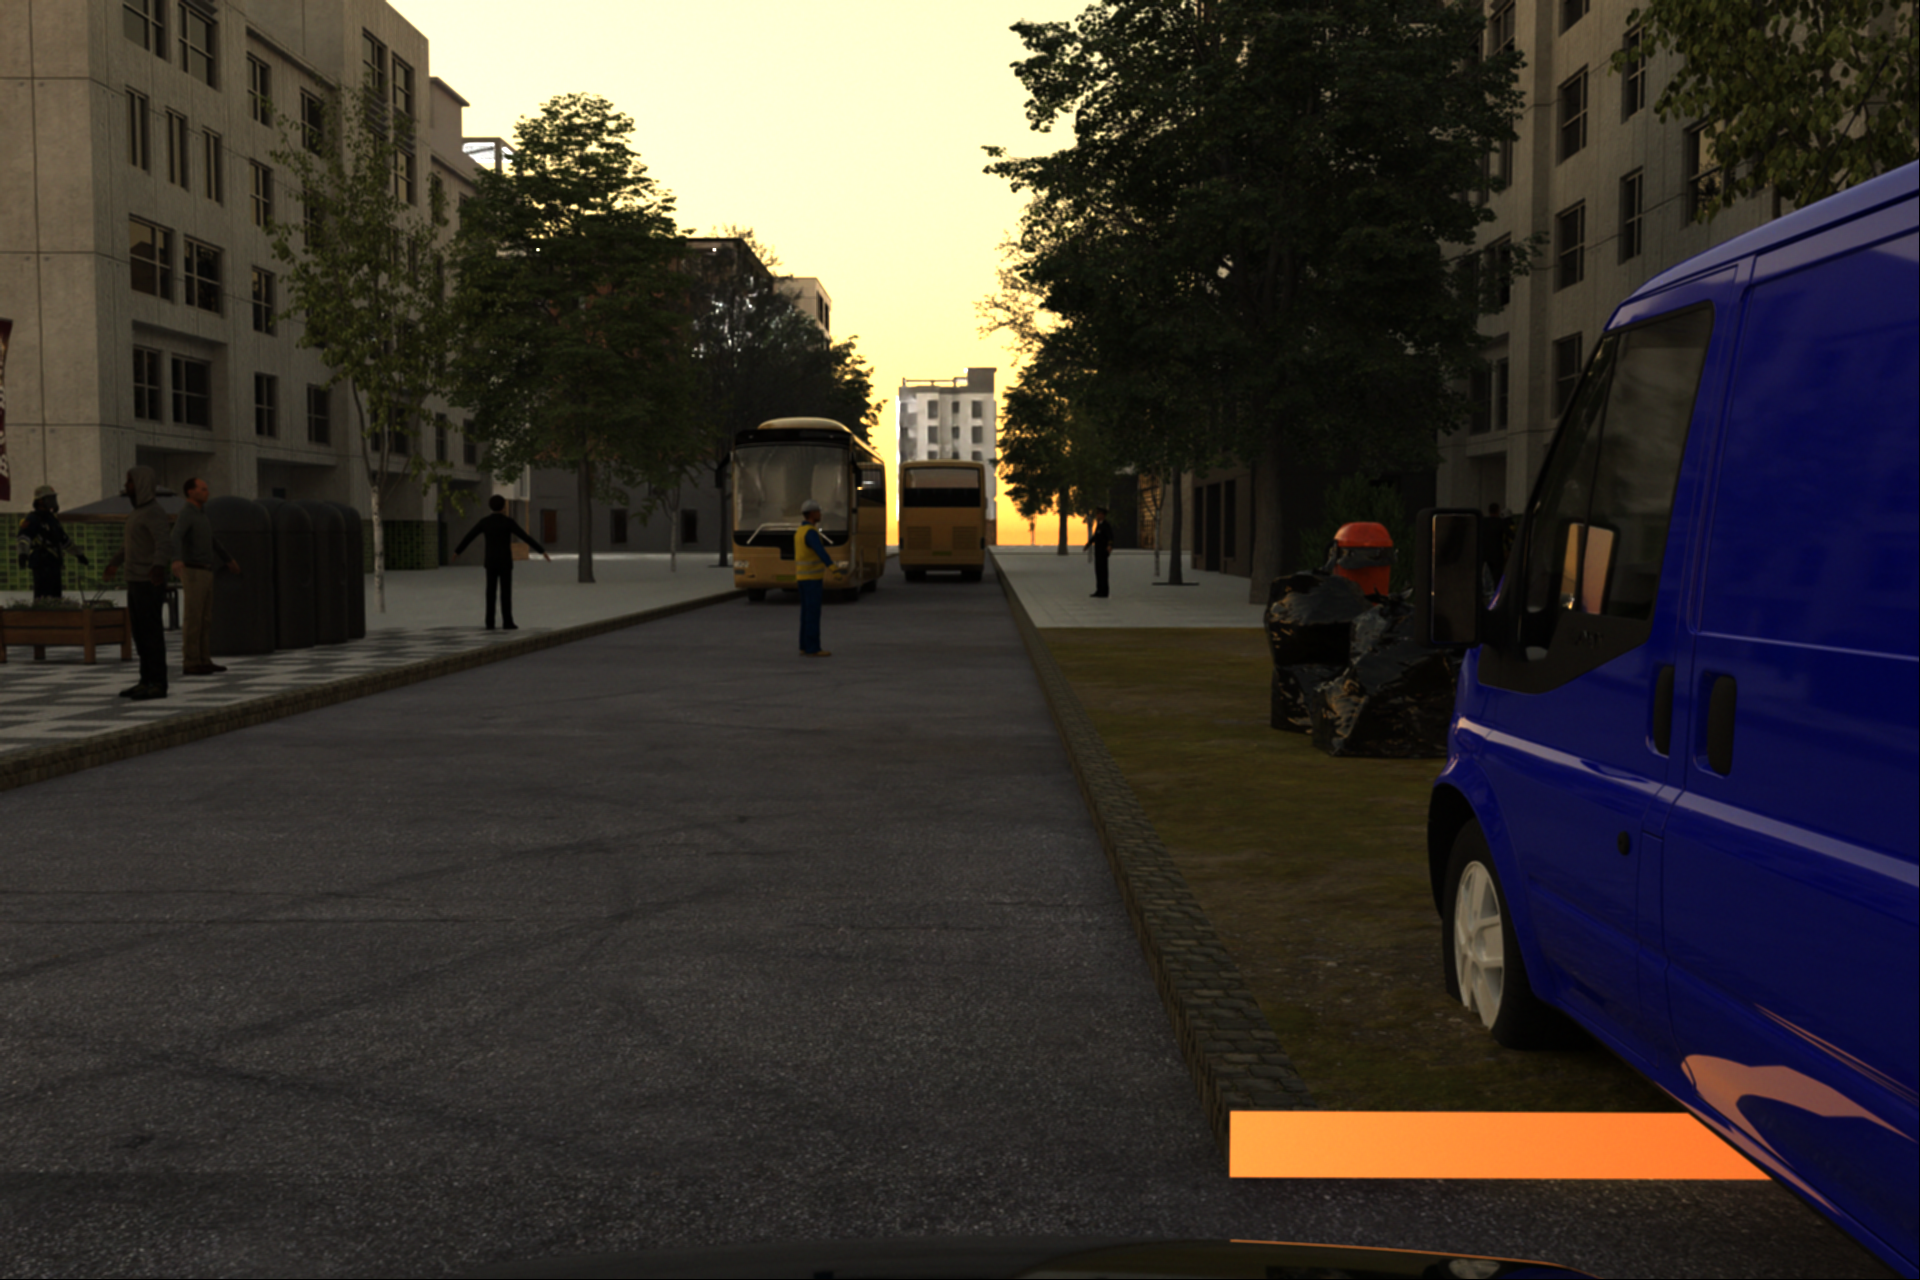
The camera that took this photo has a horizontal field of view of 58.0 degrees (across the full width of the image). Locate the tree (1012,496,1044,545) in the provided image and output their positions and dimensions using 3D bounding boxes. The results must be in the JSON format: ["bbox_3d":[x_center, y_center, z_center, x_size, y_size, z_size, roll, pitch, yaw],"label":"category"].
[{"bbox_3d":[8.584,-15.320,200.838,4.360,8.622,3.978,0,3,0],"label":"tree"}]

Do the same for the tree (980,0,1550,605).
[{"bbox_3d":[5.542,-7.632,31.439,9.857,13.997,8.962,0,3,0],"label":"tree"}]

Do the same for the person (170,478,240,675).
[{"bbox_3d":[-6.986,-0.590,15.924,0.705,1.796,1.348,0,4,-2],"label":"person"}]

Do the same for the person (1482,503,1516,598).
[{"bbox_3d":[8.973,-1.399,29.094,0.704,1.802,1.346,-3,5,-42],"label":"person"}]

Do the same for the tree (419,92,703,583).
[{"bbox_3d":[-10.246,-7.777,45.279,7.486,12.596,7.792,0,3,0],"label":"tree"}]

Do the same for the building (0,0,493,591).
[{"bbox_3d":[-27.405,-11.473,54.038,16.747,18.905,31.486,0,4,1],"label":"building"}]

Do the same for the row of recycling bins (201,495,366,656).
[{"bbox_3d":[-7.735,-0.782,19.902,1.069,1.692,3.534,0,4,1],"label":"row of recycling bins"}]

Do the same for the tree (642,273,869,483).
[{"bbox_3d":[-9.364,-10.430,80.894,12.009,13.543,11.850,0,3,0],"label":"tree"}]

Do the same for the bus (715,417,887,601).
[{"bbox_3d":[-3.302,-2.976,40.208,2.896,3.916,12.252,0,4,1],"label":"bus"}]

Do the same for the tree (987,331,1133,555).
[{"bbox_3d":[6.138,-12.087,104.285,9.857,13.997,8.962,0,3,0],"label":"tree"}]

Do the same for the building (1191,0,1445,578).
[{"bbox_3d":[22.479,-13.546,65.448,27.936,21.610,32.646,0,4,1],"label":"building"}]

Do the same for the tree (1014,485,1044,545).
[{"bbox_3d":[8.133,-15.026,196.044,4.737,8.622,4.395,0,3,0],"label":"tree"}]

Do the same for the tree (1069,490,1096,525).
[{"bbox_3d":[16.980,-17.630,194.905,9.857,13.997,8.962,0,3,0],"label":"tree"}]

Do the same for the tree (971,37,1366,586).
[{"bbox_3d":[5.473,-8.118,43.103,12.009,13.543,11.850,0,3,0],"label":"tree"}]

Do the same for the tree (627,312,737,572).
[{"bbox_3d":[-9.632,-6.600,58.269,4.737,8.622,4.395,0,3,0],"label":"tree"}]

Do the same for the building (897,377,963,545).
[{"bbox_3d":[-6.912,-20.966,201.668,11.380,20.090,16.016,1,4,10],"label":"building"}]

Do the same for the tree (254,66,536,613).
[{"bbox_3d":[-9.262,-4.732,27.738,4.737,8.622,4.395,0,3,0],"label":"tree"}]

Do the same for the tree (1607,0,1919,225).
[{"bbox_3d":[6.265,-3.784,12.237,4.737,8.622,4.395,0,3,0],"label":"tree"}]

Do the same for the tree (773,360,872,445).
[{"bbox_3d":[-8.783,-11.529,106.628,7.486,12.596,7.792,0,3,0],"label":"tree"}]

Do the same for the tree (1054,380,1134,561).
[{"bbox_3d":[6.356,-8.086,82.563,4.737,8.622,4.395,0,3,0],"label":"tree"}]

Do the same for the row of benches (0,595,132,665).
[{"bbox_3d":[-10.467,-0.129,17.576,4.104,0.672,1.422,1,4,10],"label":"row of benches"}]

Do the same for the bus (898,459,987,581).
[{"bbox_3d":[-0.496,-3.945,56.042,2.896,3.916,12.252,0,4,0],"label":"bus"}]

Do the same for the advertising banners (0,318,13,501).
[{"bbox_3d":[-7.750,-1.042,13.218,0.090,3.025,2.074,0,4,0],"label":"advertising banners"}]

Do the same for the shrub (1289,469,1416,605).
[{"bbox_3d":[4.552,-0.935,19.713,1.690,2.028,1.600,0,3,0],"label":"shrub"}]

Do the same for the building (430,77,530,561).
[{"bbox_3d":[-26.611,-13.258,73.186,16.016,20.090,11.380,0,4,1],"label":"building"}]

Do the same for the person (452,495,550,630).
[{"bbox_3d":[-6.188,-1.044,23.262,1.347,1.806,0.705,0,4,4],"label":"person"}]

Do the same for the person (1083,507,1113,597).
[{"bbox_3d":[2.852,-1.790,35.206,0.705,1.837,1.347,-1,4,-19],"label":"person"}]

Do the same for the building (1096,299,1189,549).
[{"bbox_3d":[26.787,-19.635,165.004,27.936,21.610,32.646,0,4,0],"label":"building"}]

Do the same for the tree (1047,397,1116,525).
[{"bbox_3d":[6.892,-8.586,90.741,4.360,8.622,3.978,0,3,0],"label":"tree"}]

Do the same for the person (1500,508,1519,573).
[{"bbox_3d":[12.004,-1.979,38.118,1.354,1.858,0.705,-1,4,-14],"label":"person"}]

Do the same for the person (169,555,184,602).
[{"bbox_3d":[-14.532,-1.436,32.740,0.991,1.433,0.599,0,4,4],"label":"person"}]

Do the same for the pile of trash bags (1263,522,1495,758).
[{"bbox_3d":[2.973,-0.110,11.556,1.912,1.369,3.447,0,4,0],"label":"pile of trash bags"}]

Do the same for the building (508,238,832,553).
[{"bbox_3d":[-25.362,-17.865,136.067,27.936,21.610,32.646,0,4,1],"label":"building"}]

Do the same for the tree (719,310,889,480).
[{"bbox_3d":[-8.701,-11.545,95.412,9.857,13.997,8.962,0,3,0],"label":"tree"}]

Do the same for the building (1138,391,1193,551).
[{"bbox_3d":[24.433,-18.817,138.583,19.493,23.208,18.063,0,4,1],"label":"building"}]

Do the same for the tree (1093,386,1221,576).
[{"bbox_3d":[5.976,-6.236,52.317,4.360,8.622,3.978,0,3,0],"label":"tree"}]

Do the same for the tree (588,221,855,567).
[{"bbox_3d":[-9.122,-9.606,67.432,12.009,13.543,11.850,0,3,0],"label":"tree"}]

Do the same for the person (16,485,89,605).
[{"bbox_3d":[-10.728,-0.894,20.391,0.705,1.856,1.354,0,4,2],"label":"person"}]

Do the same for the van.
[{"bbox_3d":[2.256,0.099,2.771,2.240,2.365,5.245,0,4,0],"label":"van"}]

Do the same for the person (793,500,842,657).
[{"bbox_3d":[-1.723,-0.730,20.360,0.705,1.833,1.349,-2,4,-24],"label":"person"}]

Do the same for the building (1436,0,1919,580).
[{"bbox_3d":[21.659,-10.198,33.192,16.747,18.905,31.486,0,4,1],"label":"building"}]

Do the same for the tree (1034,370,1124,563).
[{"bbox_3d":[5.599,-7.720,76.582,4.737,8.622,4.395,0,3,0],"label":"tree"}]

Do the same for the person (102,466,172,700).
[{"bbox_3d":[-6.396,-0.453,13.537,0.705,1.813,1.348,-3,5,-41],"label":"person"}]
